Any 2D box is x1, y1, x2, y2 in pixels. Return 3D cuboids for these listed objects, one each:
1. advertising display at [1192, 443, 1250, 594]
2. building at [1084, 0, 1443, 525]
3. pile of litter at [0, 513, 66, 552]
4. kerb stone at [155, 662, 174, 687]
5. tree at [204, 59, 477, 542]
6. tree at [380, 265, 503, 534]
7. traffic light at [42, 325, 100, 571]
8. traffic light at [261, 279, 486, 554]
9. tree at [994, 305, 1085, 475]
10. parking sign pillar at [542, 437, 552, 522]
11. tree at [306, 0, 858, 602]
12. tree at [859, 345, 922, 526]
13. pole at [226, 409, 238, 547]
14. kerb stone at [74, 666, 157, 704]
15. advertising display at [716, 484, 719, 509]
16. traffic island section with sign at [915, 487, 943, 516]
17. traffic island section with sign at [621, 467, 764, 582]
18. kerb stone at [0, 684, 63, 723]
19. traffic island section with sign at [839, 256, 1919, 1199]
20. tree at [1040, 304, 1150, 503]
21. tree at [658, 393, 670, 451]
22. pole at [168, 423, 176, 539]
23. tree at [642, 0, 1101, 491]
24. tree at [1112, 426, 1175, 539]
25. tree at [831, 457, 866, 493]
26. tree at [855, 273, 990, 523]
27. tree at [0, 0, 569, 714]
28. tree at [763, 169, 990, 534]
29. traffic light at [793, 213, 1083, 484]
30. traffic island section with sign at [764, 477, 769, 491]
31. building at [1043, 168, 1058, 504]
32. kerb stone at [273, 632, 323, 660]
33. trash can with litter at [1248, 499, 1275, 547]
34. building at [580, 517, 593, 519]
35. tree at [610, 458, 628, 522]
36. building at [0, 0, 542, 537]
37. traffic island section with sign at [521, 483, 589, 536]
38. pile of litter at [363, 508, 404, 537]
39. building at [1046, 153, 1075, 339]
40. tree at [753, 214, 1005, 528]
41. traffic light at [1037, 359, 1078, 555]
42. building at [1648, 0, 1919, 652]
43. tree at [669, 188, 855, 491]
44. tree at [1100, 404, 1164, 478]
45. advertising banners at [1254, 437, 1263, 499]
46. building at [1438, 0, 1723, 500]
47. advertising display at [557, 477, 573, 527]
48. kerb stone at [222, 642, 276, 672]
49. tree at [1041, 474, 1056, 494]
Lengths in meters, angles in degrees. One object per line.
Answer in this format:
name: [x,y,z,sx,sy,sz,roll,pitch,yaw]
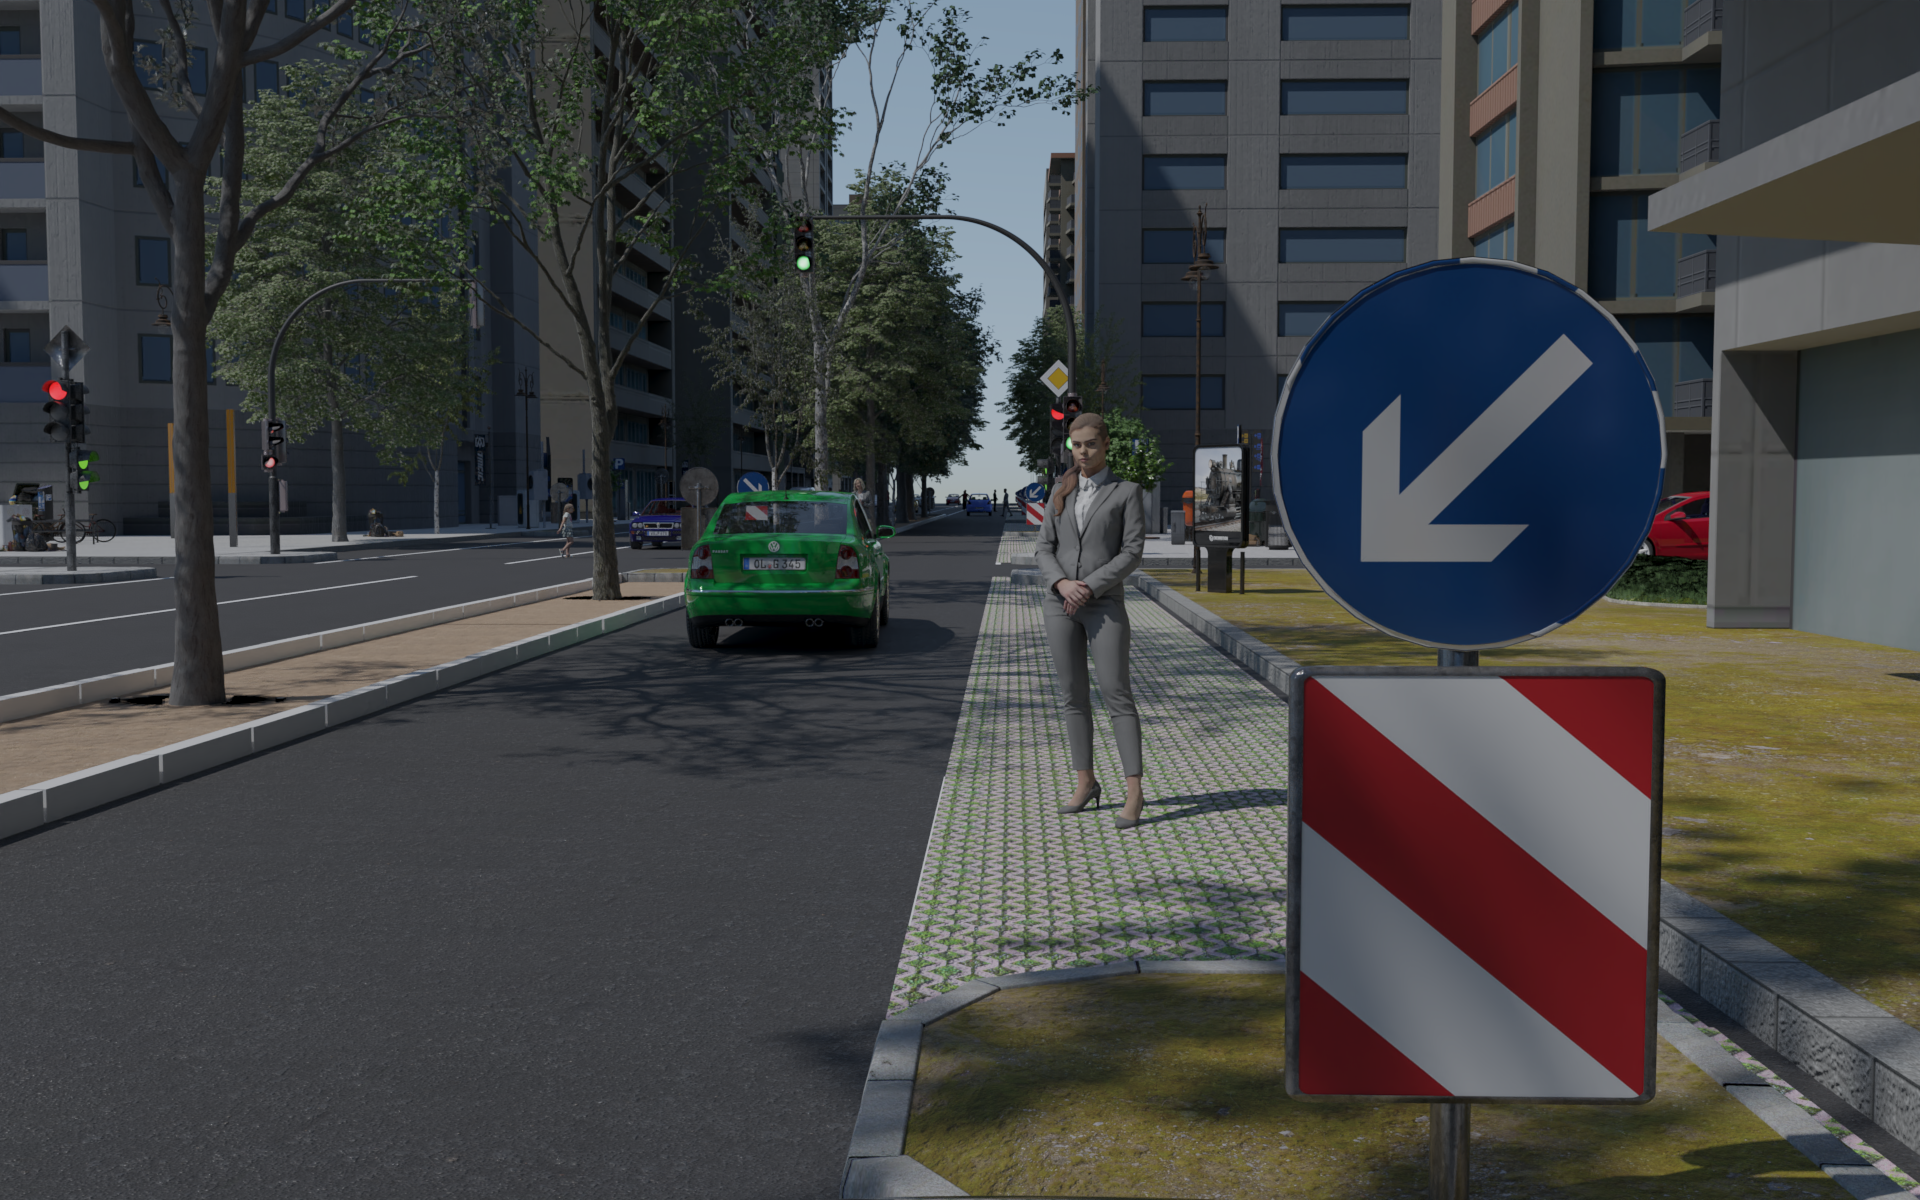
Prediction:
advertising display: [3.377,-1.055,22.461,0.123,1.923,0.974,-2,4,-33]
building: [16.649,-33.153,84.048,21.231,58.520,28.212,0,4,2]
pile of litter: [-20.883,-1.521,38.830,1.719,0.858,1.176,2,4,25]
kerb stone: [-5.959,0.553,13.245,0.120,0.150,1.000,0,4,2]
tree: [-17.116,-7.835,46.230,7.486,12.596,7.792,0,3,0]
tree: [-16.832,-6.437,55.601,4.737,8.622,4.395,0,3,0]
traffic light: [-14.804,-2.438,28.784,0.839,4.253,0.868,0,4,2]
traffic light: [-12.471,-3.796,36.738,4.771,5.953,1.251,0,4,2]
tree: [5.775,-11.388,104.325,7.486,12.596,7.792,0,3,0]
parking sign pillar: [-19.343,-5.654,80.912,1.447,3.967,1.447,-1,4,-16]
tree: [-4.876,-5.807,23.160,9.928,11.665,9.643,0,3,0]
tree: [-2.992,-7.597,77.032,4.737,8.622,4.395,0,3,0]
pole: [-17.591,-2.937,41.857,0.158,3.312,0.155,0,3,0]
kerb stone: [-5.992,0.610,12.223,0.120,0.150,1.000,0,4,2]
advertising display: [-15.502,-6.455,110.760,0.123,1.923,0.974,0,4,-6]
traffic island section with sign: [-1.981,-6.313,111.352,2.006,1.907,1.989,0,4,2]
traffic island section with sign: [-4.457,-1.266,28.843,2.006,1.907,1.989,0,4,2]
kerb stone: [-6.018,0.674,11.193,0.120,0.150,1.000,0,4,2]
traffic island section with sign: [0.775,0.301,3.705,1.989,1.847,2.006,0,4,2]
tree: [5.230,-7.211,68.259,4.737,8.622,4.395,0,3,0]
tree: [-15.021,-9.135,99.721,4.360,8.622,3.978,0,3,0]
pole: [-22.695,-3.432,49.965,0.158,3.312,0.155,0,3,0]
tree: [-2.805,-11.635,48.574,12.611,20.169,13.585,0,3,0]
tree: [5.190,-3.368,49.668,1.663,3.219,1.824,0,3,0]
tree: [-12.131,-15.540,188.484,8.767,10.594,7.601,0,3,0]
tree: [-2.703,-11.320,94.189,9.857,13.997,8.962,0,3,0]
tree: [-5.226,-6.039,11.558,12.009,13.543,11.850,0,3,0]
tree: [-3.016,-8.507,59.667,7.486,12.596,7.792,0,3,0]
traffic light: [-0.293,-3.276,28.224,4.771,5.953,1.251,0,4,2]
traffic island section with sign: [-4.226,-1.719,36.246,2.006,1.907,1.989,0,4,2]
building: [22.559,-37.955,244.262,21.300,48.544,21.600,0,4,2]
kerb stone: [-5.908,0.422,15.288,0.120,0.150,1.000,0,4,2]
trash can with litter: [7.313,-1.900,42.445,0.624,1.170,1.055,2,4,25]
building: [-28.794,-28.961,97.211,21.300,48.544,21.600,0,4,2]
tree: [-16.347,-5.190,79.458,1.663,3.219,1.824,0,3,0]
building: [-30.099,-31.932,64.086,21.231,58.520,28.212,0,4,2]
traffic island section with sign: [-13.920,-3.130,59.796,1.989,1.847,2.006,0,4,2]
pile of litter: [-17.331,-2.331,52.072,1.176,0.858,1.719,-2,4,-23]
building: [22.086,-34.487,218.494,22.147,44.769,28.867,0,4,2]
tree: [-3.069,-9.103,68.300,9.611,12.733,9.660,0,3,0]
traffic light: [2.040,-2.897,36.285,0.839,4.253,0.868,0,4,2]
building: [17.881,-25.276,2.498,28.713,52.752,27.495,0,4,2]
tree: [-4.322,-5.356,40.398,4.360,8.622,3.978,0,3,0]
tree: [5.805,-4.875,63.416,4.285,4.588,4.351,0,3,0]
advertising banners: [9.412,-3.573,54.607,0.090,3.025,2.074,0,4,4]
building: [27.199,-24.049,47.821,28.867,44.769,22.147,0,4,2]
advertising display: [-15.439,-3.827,67.777,0.123,1.923,0.974,1,4,18]
kerb stone: [-5.928,0.485,14.266,0.120,0.150,1.000,0,4,2]
tree: [7.525,-9.083,143.114,1.663,3.219,1.824,0,3,0]
